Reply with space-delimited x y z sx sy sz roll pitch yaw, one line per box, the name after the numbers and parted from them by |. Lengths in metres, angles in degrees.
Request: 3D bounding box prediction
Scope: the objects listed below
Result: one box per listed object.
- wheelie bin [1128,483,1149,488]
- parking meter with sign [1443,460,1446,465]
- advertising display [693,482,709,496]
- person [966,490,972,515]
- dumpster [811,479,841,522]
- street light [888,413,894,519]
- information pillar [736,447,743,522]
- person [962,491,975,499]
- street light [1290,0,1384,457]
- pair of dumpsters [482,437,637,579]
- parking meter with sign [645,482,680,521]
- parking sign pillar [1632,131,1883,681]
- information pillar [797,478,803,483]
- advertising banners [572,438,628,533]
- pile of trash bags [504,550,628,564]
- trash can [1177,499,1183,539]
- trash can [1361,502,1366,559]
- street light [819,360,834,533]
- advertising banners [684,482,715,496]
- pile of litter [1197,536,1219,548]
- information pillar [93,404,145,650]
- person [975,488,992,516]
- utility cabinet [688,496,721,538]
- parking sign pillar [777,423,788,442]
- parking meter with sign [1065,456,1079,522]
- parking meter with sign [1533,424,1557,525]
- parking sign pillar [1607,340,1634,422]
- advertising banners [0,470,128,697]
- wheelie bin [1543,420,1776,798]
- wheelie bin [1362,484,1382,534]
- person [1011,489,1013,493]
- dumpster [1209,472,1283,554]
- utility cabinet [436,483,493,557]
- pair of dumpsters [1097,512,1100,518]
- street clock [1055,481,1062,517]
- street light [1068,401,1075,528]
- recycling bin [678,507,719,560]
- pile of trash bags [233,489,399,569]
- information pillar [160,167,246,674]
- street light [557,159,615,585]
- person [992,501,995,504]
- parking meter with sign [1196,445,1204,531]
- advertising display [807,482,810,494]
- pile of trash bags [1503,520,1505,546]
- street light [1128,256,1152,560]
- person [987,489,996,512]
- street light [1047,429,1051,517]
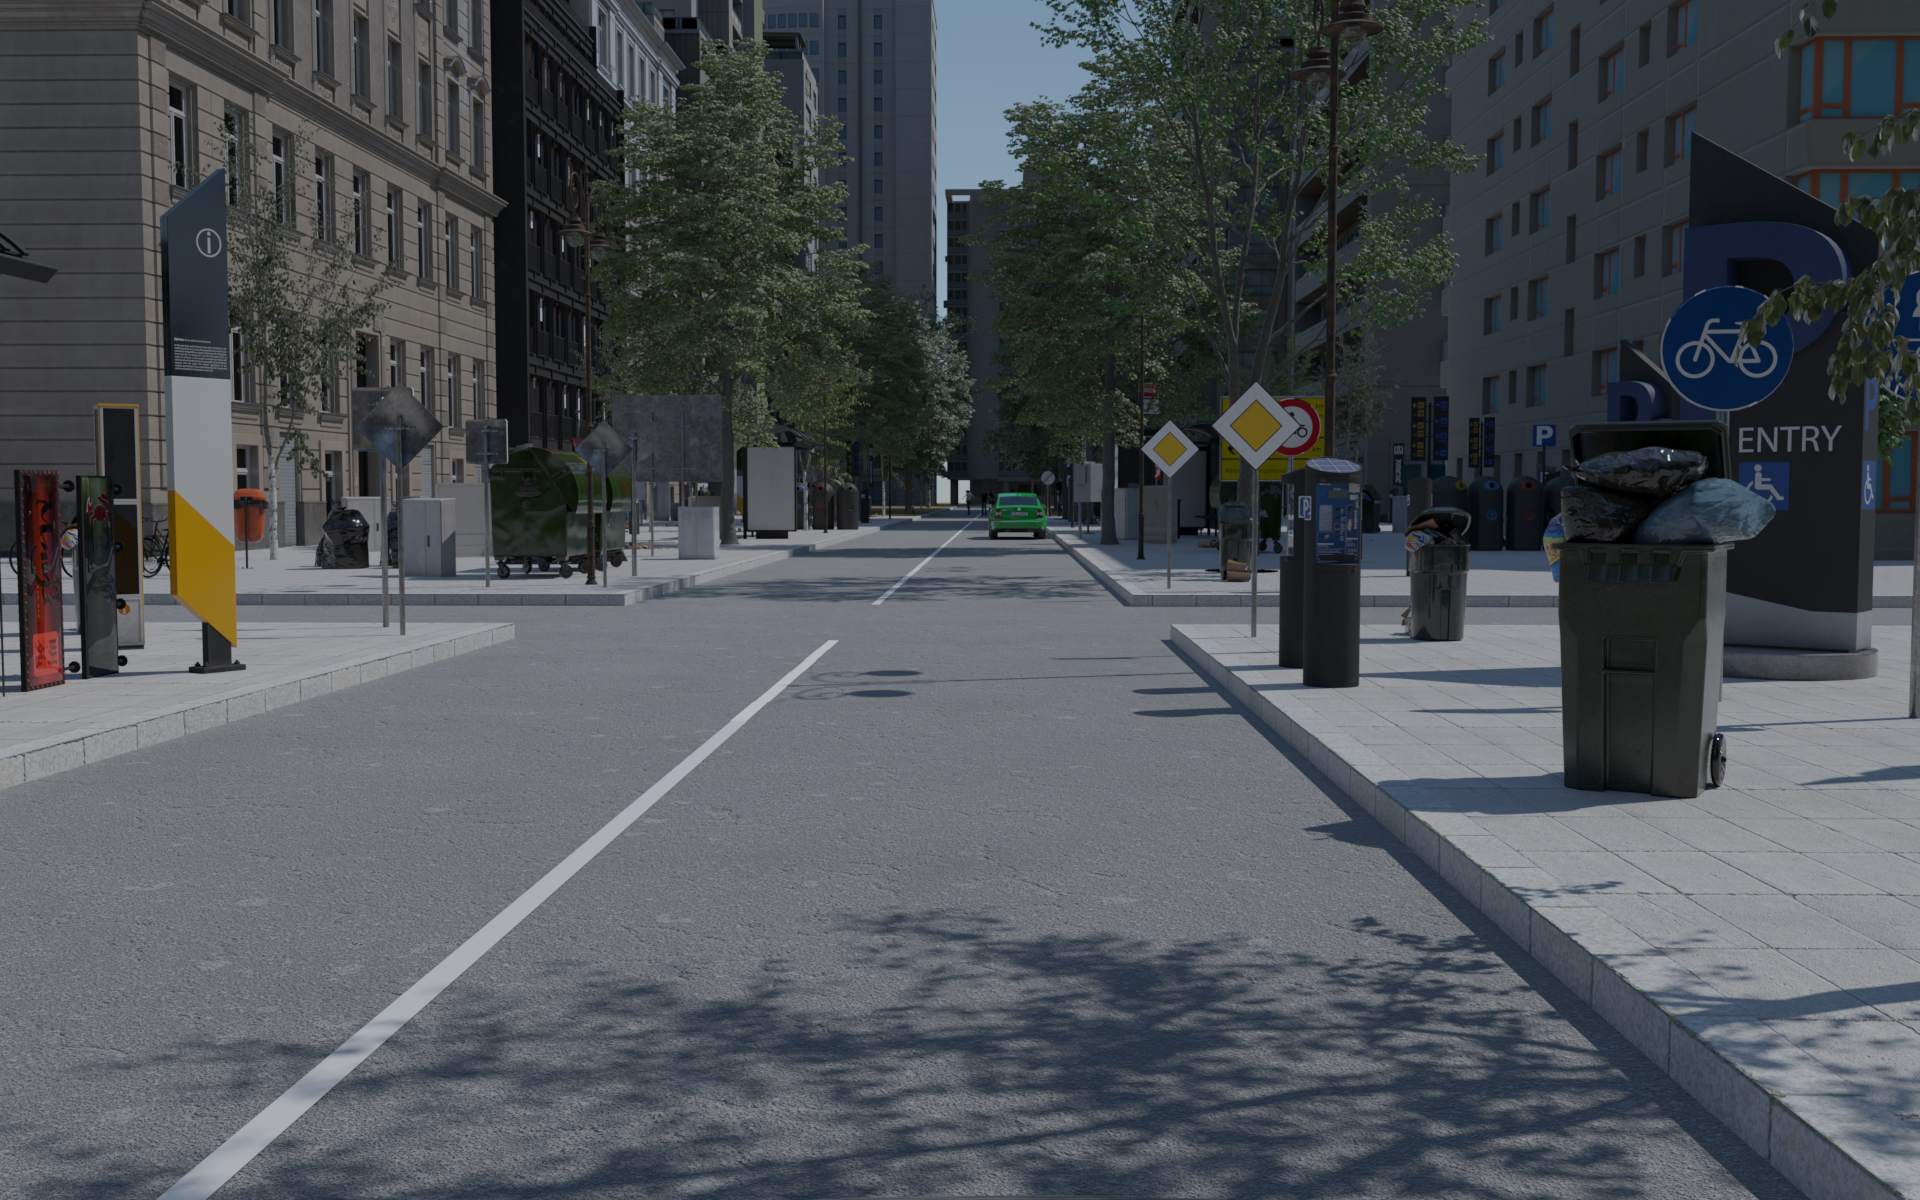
5.220 -2.638 51.035 0.980 1.594 0.693 -1 4 -14 | wheelie bin
20.631 -4.558 70.791 0.543 3.016 1.738 -3 5 -40 | parking meter with sign
-13.908 -5.375 93.090 0.123 1.923 0.974 3 5 43 | advertising display
0.522 -6.595 117.259 0.436 1.711 0.756 2 4 34 | person
-4.960 -3.651 65.447 1.264 1.857 1.865 0 4 1 | dumpster
-3.615 -7.118 89.169 0.468 5.910 1.993 0 4 1 | street light
-9.886 -5.337 78.614 0.504 3.616 0.183 0 4 -6 | information pillar
0.874 -10.205 175.349 1.348 1.824 0.705 -1 4 -18 | person
3.005 -2.522 14.016 0.468 5.910 1.993 0 4 1 | street light
-6.462 -1.571 28.187 1.574 2.255 4.437 0 4 1 | pair of dumpsters
-14.222 -5.279 82.566 1.738 3.016 0.543 -3 4 -37 | parking meter with sign
5.865 -1.469 12.486 1.447 3.967 1.447 3 5 41 | parking sign pillar
-7.165 -4.453 77.302 0.304 2.012 0.304 3 4 38 | information pillar
-11.365 -3.579 54.697 0.090 3.025 2.074 3 5 42 | advertising banners
-7.222 -1.425 33.044 1.912 1.369 3.447 1 4 11 | pile of trash bags
5.730 -2.191 47.476 0.748 1.137 0.748 0 3 0 | trash can
7.261 -1.280 32.583 0.748 1.137 0.748 0 3 0 | trash can
-4.403 -5.124 56.562 0.468 5.910 1.993 0 4 1 | street light
-13.290 -5.593 87.637 2.074 3.025 0.090 2 4 27 | advertising banners
6.237 -1.669 41.253 1.176 0.858 1.719 0 4 2 | pile of litter
-6.937 -0.599 14.292 0.304 2.012 0.304 -2 4 -33 | information pillar
1.588 -6.538 115.403 1.348 1.822 0.705 2 4 32 | person
-7.412 -2.408 50.525 1.020 1.237 0.306 -3 4 -36 | utility cabinet
-6.648 -4.788 66.758 1.447 3.967 1.447 1 4 11 | parking sign pillar
5.277 -5.118 79.943 0.543 3.016 1.738 1 4 15 | parking meter with sign
15.009 -2.937 44.279 0.543 3.016 1.738 2 4 25 | parking meter with sign
11.669 -2.520 29.672 1.447 3.967 1.447 -1 4 -20 | parking sign pillar
-6.055 -0.930 11.386 0.090 3.025 2.074 0 4 0 | advertising banners
3.001 0.022 7.541 0.980 1.594 0.693 2 4 32 | wheelie bin
13.328 -2.976 56.558 0.693 1.594 0.980 3 4 37 | wheelie bin
3.835 -7.336 128.444 1.348 1.824 0.705 -2 4 -24 | person
6.351 -2.179 38.116 1.502 2.255 1.985 0 4 2 | dumpster
-10.015 -1.621 35.187 1.173 1.500 0.318 -2 4 -26 | utility cabinet
8.125 -5.633 94.600 1.574 2.255 4.437 0 4 1 | pair of dumpsters
5.684 -5.778 99.041 0.471 2.002 0.358 0 4 -4 | street clock
4.300 -5.700 65.977 0.468 5.910 1.993 0 4 1 | street light
-5.149 -1.321 34.156 0.722 1.027 0.722 0 4 0 | recycling bin
-10.936 -1.255 30.268 3.447 1.369 1.912 -1 4 -11 | pile of trash bags
-5.415 -1.284 12.352 0.183 3.616 0.504 2 4 31 | information pillar
-5.219 -3.153 24.344 0.468 5.910 1.993 0 4 1 | street light
2.711 -6.553 118.899 1.065 1.426 0.557 0 4 1 | person
8.377 -3.979 61.317 0.543 3.016 1.738 0 4 3 | parking meter with sign
-6.911 -4.462 78.160 0.123 1.923 0.974 -1 4 -13 | advertising display
12.645 -2.025 42.856 1.912 1.369 3.447 2 4 30 | pile of trash bags
3.548 -3.731 33.790 0.468 5.910 1.993 0 4 1 | street light
2.498 -7.921 138.035 0.705 1.821 1.348 3 4 37 | person
5.099 -7.669 98.171 0.468 5.910 1.993 0 4 1 | street light
